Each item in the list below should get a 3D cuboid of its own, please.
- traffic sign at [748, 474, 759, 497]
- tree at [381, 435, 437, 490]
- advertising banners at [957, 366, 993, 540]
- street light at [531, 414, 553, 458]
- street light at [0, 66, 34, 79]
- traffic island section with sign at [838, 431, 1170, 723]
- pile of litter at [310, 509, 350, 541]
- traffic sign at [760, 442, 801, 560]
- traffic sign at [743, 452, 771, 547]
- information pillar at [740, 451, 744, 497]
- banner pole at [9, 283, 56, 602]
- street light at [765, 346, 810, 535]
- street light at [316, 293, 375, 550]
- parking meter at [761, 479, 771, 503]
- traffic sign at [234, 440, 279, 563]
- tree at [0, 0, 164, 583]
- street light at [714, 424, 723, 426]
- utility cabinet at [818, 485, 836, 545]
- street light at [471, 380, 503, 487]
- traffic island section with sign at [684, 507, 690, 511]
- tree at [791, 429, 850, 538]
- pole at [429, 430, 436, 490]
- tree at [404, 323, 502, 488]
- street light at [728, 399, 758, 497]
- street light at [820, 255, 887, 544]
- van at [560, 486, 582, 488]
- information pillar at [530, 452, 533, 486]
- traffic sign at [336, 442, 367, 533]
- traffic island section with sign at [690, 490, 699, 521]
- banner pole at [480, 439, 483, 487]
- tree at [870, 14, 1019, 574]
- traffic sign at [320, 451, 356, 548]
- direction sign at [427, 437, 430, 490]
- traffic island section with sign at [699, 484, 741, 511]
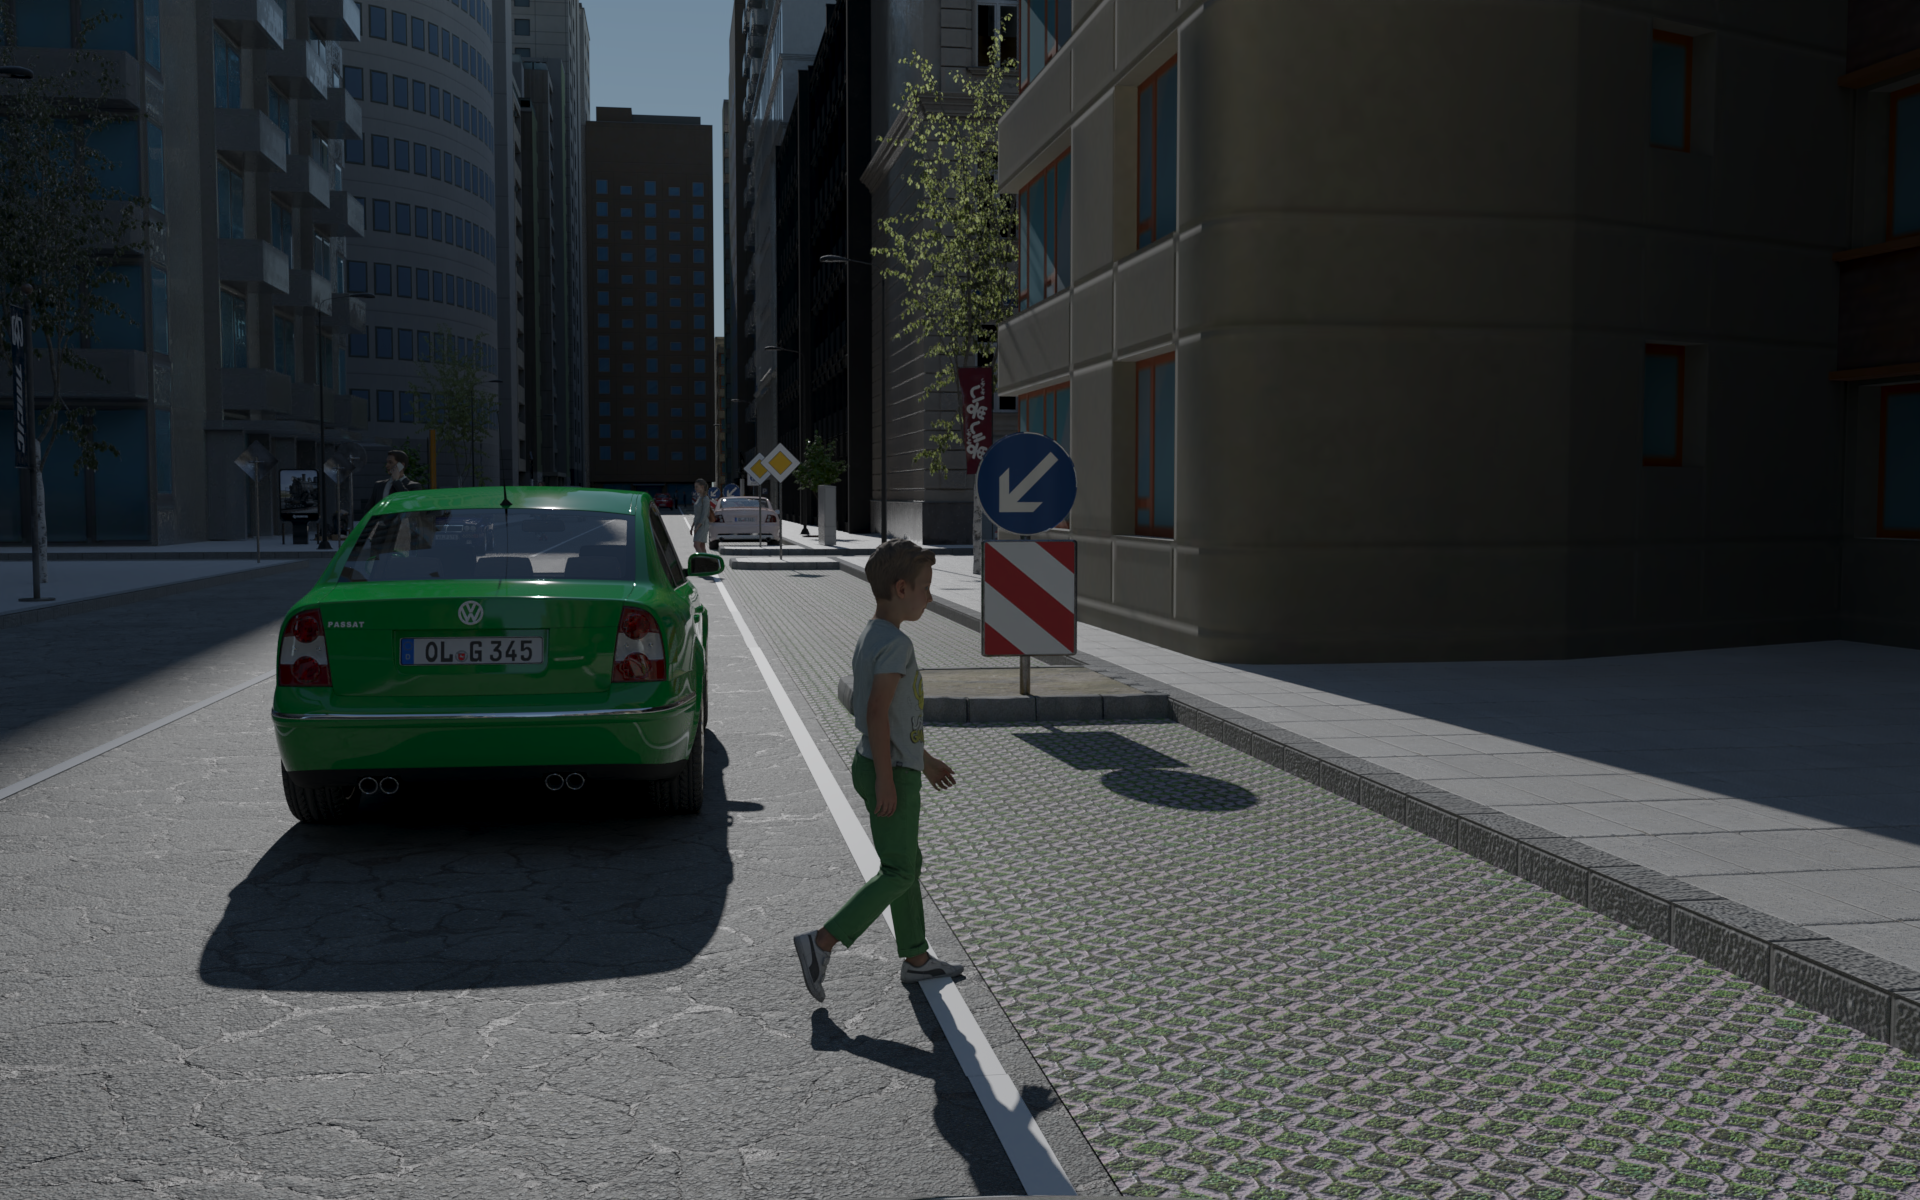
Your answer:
[{"bbox_3d":[-9.923,-4.969,83.376,0.606,2.300,0.079,0,4,-5],"label":"traffic sign"},{"bbox_3d":[-18.038,-3.814,56.958,1.663,3.219,1.824,0,3,0],"label":"tree"},{"bbox_3d":[0.919,-1.670,23.489,2.074,3.025,0.090,2,4,23],"label":"advertising banners"},{"bbox_3d":[-24.404,-7.861,101.072,1.470,5.913,1.316,-1,4,-9],"label":"street light"},{"bbox_3d":[-10.757,-2.834,18.880,1.470,5.913,1.316,-1,4,-9],"label":"street light"},{"bbox_3d":[0.199,-0.191,11.755,1.989,1.847,2.006,-1,4,-9],"label":"traffic island section with sign"},{"bbox_3d":[-17.107,-2.084,48.032,1.719,0.858,1.176,-1,4,-11],"label":"pile of litter"},{"bbox_3d":[-3.499,-1.843,33.770,0.795,2.450,0.064,-1,4,-9],"label":"traffic sign"},{"bbox_3d":[-4.809,-2.324,41.647,0.795,2.450,0.064,-1,4,-9],"label":"traffic sign"},{"bbox_3d":[-11.933,-6.332,94.875,0.183,3.616,0.504,1,4,10],"label":"information pillar"},{"bbox_3d":[-11.048,-1.863,20.476,0.401,3.779,0.863,-1,4,-11],"label":"banner pole"},{"bbox_3d":[-5.453,-5.026,54.722,1.470,5.913,1.316,-1,4,-9],"label":"street light"},{"bbox_3d":[-14.191,-4.129,40.050,1.470,5.913,1.316,-1,4,-9],"label":"street light"},{"bbox_3d":[-7.687,-3.829,68.309,0.399,1.863,0.255,0,4,7],"label":"parking meter"},{"bbox_3d":[-13.066,-1.747,32.206,0.795,2.450,0.064,-1,4,-9],"label":"traffic sign"},{"bbox_3d":[-13.266,-4.533,24.474,4.360,8.622,3.978,0,3,0],"label":"tree"},{"bbox_3d":[-15.678,-8.736,115.367,1.470,5.913,1.316,-1,4,-9],"label":"street light"},{"bbox_3d":[-3.314,-2.120,43.336,0.318,1.500,1.173,-1,4,-12],"label":"utility cabinet"},{"bbox_3d":[-19.239,-5.984,70.376,1.470,5.913,1.316,-1,4,-9],"label":"street light"},{"bbox_3d":[-21.527,-8.182,142.399,1.989,1.847,2.006,-1,4,-9],"label":"traffic island section with sign"},{"bbox_3d":[-4.330,-3.482,51.529,1.663,3.219,1.824,0,3,0],"label":"tree"},{"bbox_3d":[-16.698,-3.734,54.896,0.158,3.312,0.155,0,3,0],"label":"pole"},{"bbox_3d":[-21.440,-7.558,73.929,4.737,8.622,4.395,0,3,0],"label":"tree"},{"bbox_3d":[-10.543,-6.893,85.247,1.470,5.913,1.316,-1,4,-9],"label":"street light"},{"bbox_3d":[-2.033,-3.757,33.964,1.470,5.913,1.316,-1,4,-9],"label":"street light"},{"bbox_3d":[-20.288,-5.053,89.628,2.013,2.044,4.112,-1,4,-8],"label":"van"},{"bbox_3d":[-23.690,-6.387,95.775,0.183,3.616,0.504,-2,4,-24],"label":"information pillar"},{"bbox_3d":[-14.840,-2.575,42.211,0.768,2.556,0.104,0,4,-3],"label":"traffic sign"},{"bbox_3d":[-13.339,-5.169,93.141,1.989,1.847,2.006,-1,4,-9],"label":"traffic island section with sign"},{"bbox_3d":[-21.816,-5.444,79.020,0.401,3.779,0.863,-1,4,-19],"label":"banner pole"},{"bbox_3d":[0.414,-4.731,27.711,4.360,8.622,3.978,0,3,0],"label":"tree"},{"bbox_3d":[-14.376,-2.229,40.083,0.795,2.450,0.064,-1,4,-9],"label":"traffic sign"},{"bbox_3d":[-21.288,-4.732,69.372,0.379,3.537,0.876,-1,4,-16],"label":"direction sign"},{"bbox_3d":[-8.870,-3.531,66.358,1.989,1.847,2.006,-1,4,-9],"label":"traffic island section with sign"}]
